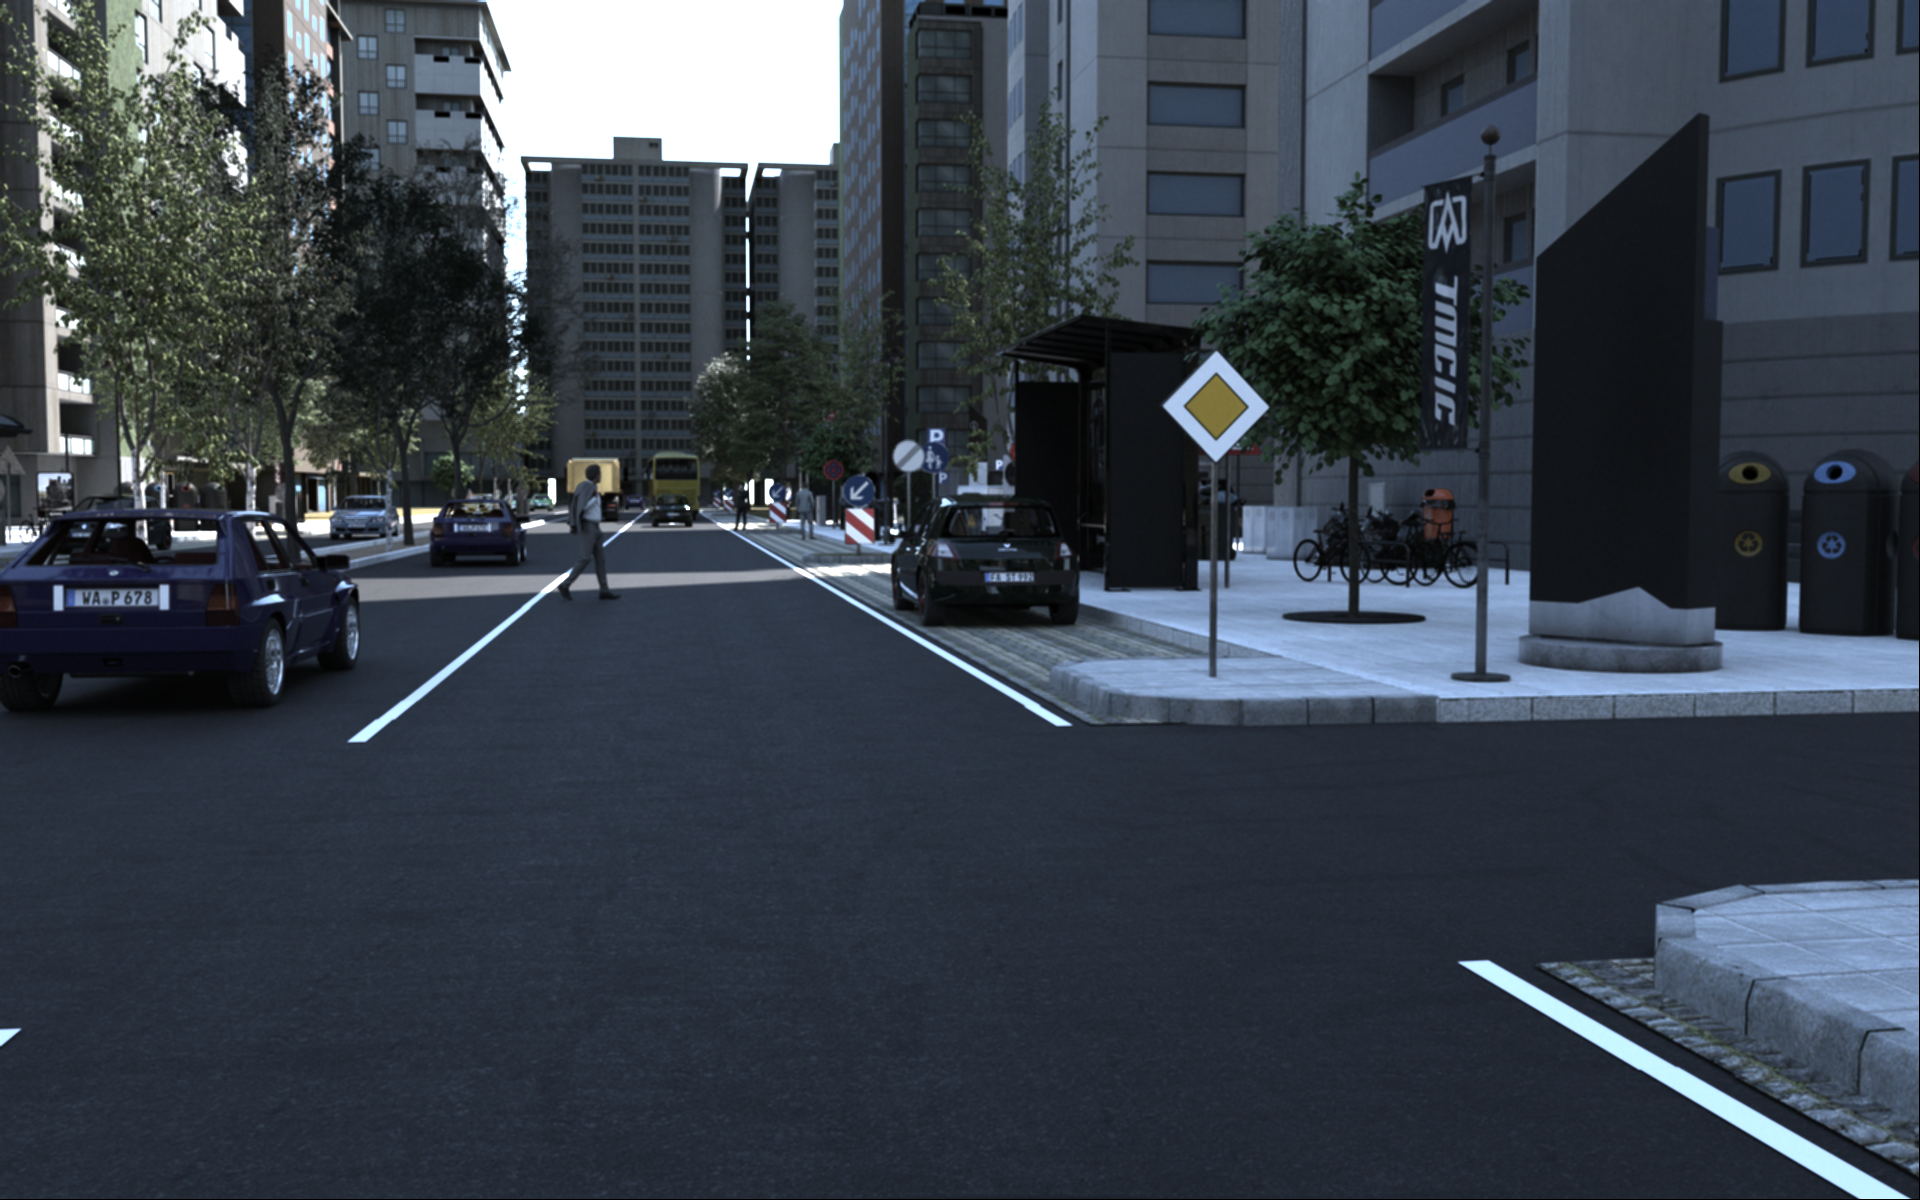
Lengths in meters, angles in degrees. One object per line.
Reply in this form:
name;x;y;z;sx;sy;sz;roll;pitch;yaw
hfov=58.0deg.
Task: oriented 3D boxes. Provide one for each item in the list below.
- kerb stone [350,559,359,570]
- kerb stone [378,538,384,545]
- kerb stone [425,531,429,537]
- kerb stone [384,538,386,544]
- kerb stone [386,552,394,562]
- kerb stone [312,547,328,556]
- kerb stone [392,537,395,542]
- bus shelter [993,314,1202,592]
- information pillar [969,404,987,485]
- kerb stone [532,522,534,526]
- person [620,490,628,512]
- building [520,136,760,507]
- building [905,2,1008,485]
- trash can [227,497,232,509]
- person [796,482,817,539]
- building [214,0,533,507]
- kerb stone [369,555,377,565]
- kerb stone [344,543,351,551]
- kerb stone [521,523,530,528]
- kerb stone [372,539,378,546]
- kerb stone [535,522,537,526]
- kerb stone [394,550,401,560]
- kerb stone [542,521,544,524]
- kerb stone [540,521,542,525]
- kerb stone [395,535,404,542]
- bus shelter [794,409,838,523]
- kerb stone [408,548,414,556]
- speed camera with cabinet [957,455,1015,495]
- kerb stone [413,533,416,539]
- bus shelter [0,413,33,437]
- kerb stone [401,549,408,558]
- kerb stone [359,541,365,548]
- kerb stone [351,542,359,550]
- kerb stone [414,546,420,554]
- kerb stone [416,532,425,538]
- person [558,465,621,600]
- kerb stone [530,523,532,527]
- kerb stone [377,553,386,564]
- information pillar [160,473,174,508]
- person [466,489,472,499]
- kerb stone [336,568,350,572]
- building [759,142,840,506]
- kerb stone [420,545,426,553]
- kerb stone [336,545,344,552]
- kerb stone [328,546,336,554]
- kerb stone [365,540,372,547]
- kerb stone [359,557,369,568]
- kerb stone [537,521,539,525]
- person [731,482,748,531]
kerb stone;-11.584;-0.647;32.832;0.120;0.150;1.000;-1;4;-10
kerb stone;-16.367;-1.615;48.595;0.120;0.150;1.000;-1;4;-10
kerb stone;-17.906;-2.171;57.704;0.120;0.150;1.000;-1;4;-10
kerb stone;-16.544;-1.676;49.603;0.120;0.150;1.000;-1;4;-10
kerb stone;-12.261;-0.899;36.890;0.120;0.150;1.000;-1;4;-10
kerb stone;-15.008;-1.121;40.525;0.120;0.150;1.000;-1;4;-10
kerb stone;-16.714;-1.737;50.613;0.120;0.150;1.000;-1;4;-10
bus shelter;1.906;-2.114;25.849;1.731;3.624;6.357;-1;4;-10
information pillar;0.454;-3.274;44.886;0.504;3.616;0.183;1;4;18
kerb stone;-18.750;-3.250;75.325;0.120;0.150;1.000;-1;4;-10
person;-26.887;-7.842;137.233;1.217;1.766;0.721;-3;4;-36
building;-35.345;-30.517;190.840;23.993;40.220;32.217;-1;4;-10
building;3.411;-20.509;107.027;14.160;30.474;14.107;-1;4;-10
trash can;-31.334;-3.790;73.620;0.748;1.137;0.748;0;3;0
person;-4.836;-2.798;54.346;0.635;1.810;0.391;0;4;6
building;-60.450;-36.409;184.525;27.495;52.752;28.713;-1;4;-10
kerb stone;-11.931;-0.773;34.863;0.120;0.150;1.000;-1;4;-10
kerb stone;-15.521;-1.303;43.550;0.120;0.150;1.000;-1;4;-10
kerb stone;-18.410;-3.121;73.300;0.120;0.150;1.000;-1;4;-10
kerb stone;-16.209;-1.546;47.586;0.120;0.150;1.000;-1;4;-10
kerb stone;-19.092;-3.373;77.341;0.120;0.150;1.000;-1;4;-10
kerb stone;-12.437;-0.960;37.899;0.120;0.150;1.000;-1;4;-10
kerb stone;-19.776;-3.614;81.378;0.120;0.150;1.000;-1;4;-10
kerb stone;-19.601;-3.558;80.371;0.120;0.150;1.000;-1;4;-10
kerb stone;-17.056;-1.854;52.630;0.120;0.150;1.000;-1;4;-10
bus shelter;-6.422;-6.236;79.584;2.179;5.291;8.768;-1;4;-10
kerb stone;-12.780;-1.084;39.915;0.120;0.150;1.000;-1;4;-10
speed camera with cabinet;0.863;-2.737;39.082;2.038;3.252;0.660;3;5;41
kerb stone;-17.395;-1.985;54.655;0.120;0.150;1.000;-1;4;-10
bus shelter;-23.449;-2.820;40.024;2.014;3.302;5.546;-1;4;-10
kerb stone;-12.604;-1.022;38.908;0.120;0.150;1.000;-1;4;-10
kerb stone;-15.862;-1.430;45.568;0.120;0.150;1.000;-1;4;-10
kerb stone;-15.691;-1.368;44.560;0.120;0.150;1.000;-1;4;-10
kerb stone;-12.952;-1.146;40.926;0.120;0.150;1.000;-1;4;-10
kerb stone;-17.726;-2.109;56.685;0.120;0.150;1.000;-1;4;-10
person;-5.040;-0.910;23.484;0.850;1.850;0.679;0;4;0
kerb stone;-18.585;-3.186;74.307;0.120;0.150;1.000;-1;4;-10
kerb stone;-12.095;-0.836;35.879;0.120;0.150;1.000;-1;4;-10
information pillar;-27.804;-3.442;60.768;0.304;2.012;0.304;1;4;20
person;-31.683;-6.282;111.877;0.621;1.740;0.551;-1;4;-15
kerb stone;-11.413;-0.588;31.821;0.120;0.150;1.000;-1;4;-10
building;-11.596;-30.728;194.291;23.993;40.220;32.217;-1;4;-10
kerb stone;-13.117;-1.207;41.948;0.120;0.150;1.000;-1;4;-10
kerb stone;-15.351;-1.244;42.541;0.120;0.150;1.000;-1;4;-10
kerb stone;-15.179;-1.180;41.533;0.120;0.150;1.000;-1;4;-10
kerb stone;-16.032;-1.491;46.576;0.120;0.150;1.000;-1;4;-10
kerb stone;-11.746;-0.711;33.854;0.120;0.150;1.000;-1;4;-10
kerb stone;-19.263;-3.434;78.349;0.120;0.150;1.000;-1;4;-10
person;-8.547;-3.643;67.423;0.648;1.900;0.474;3;5;40
